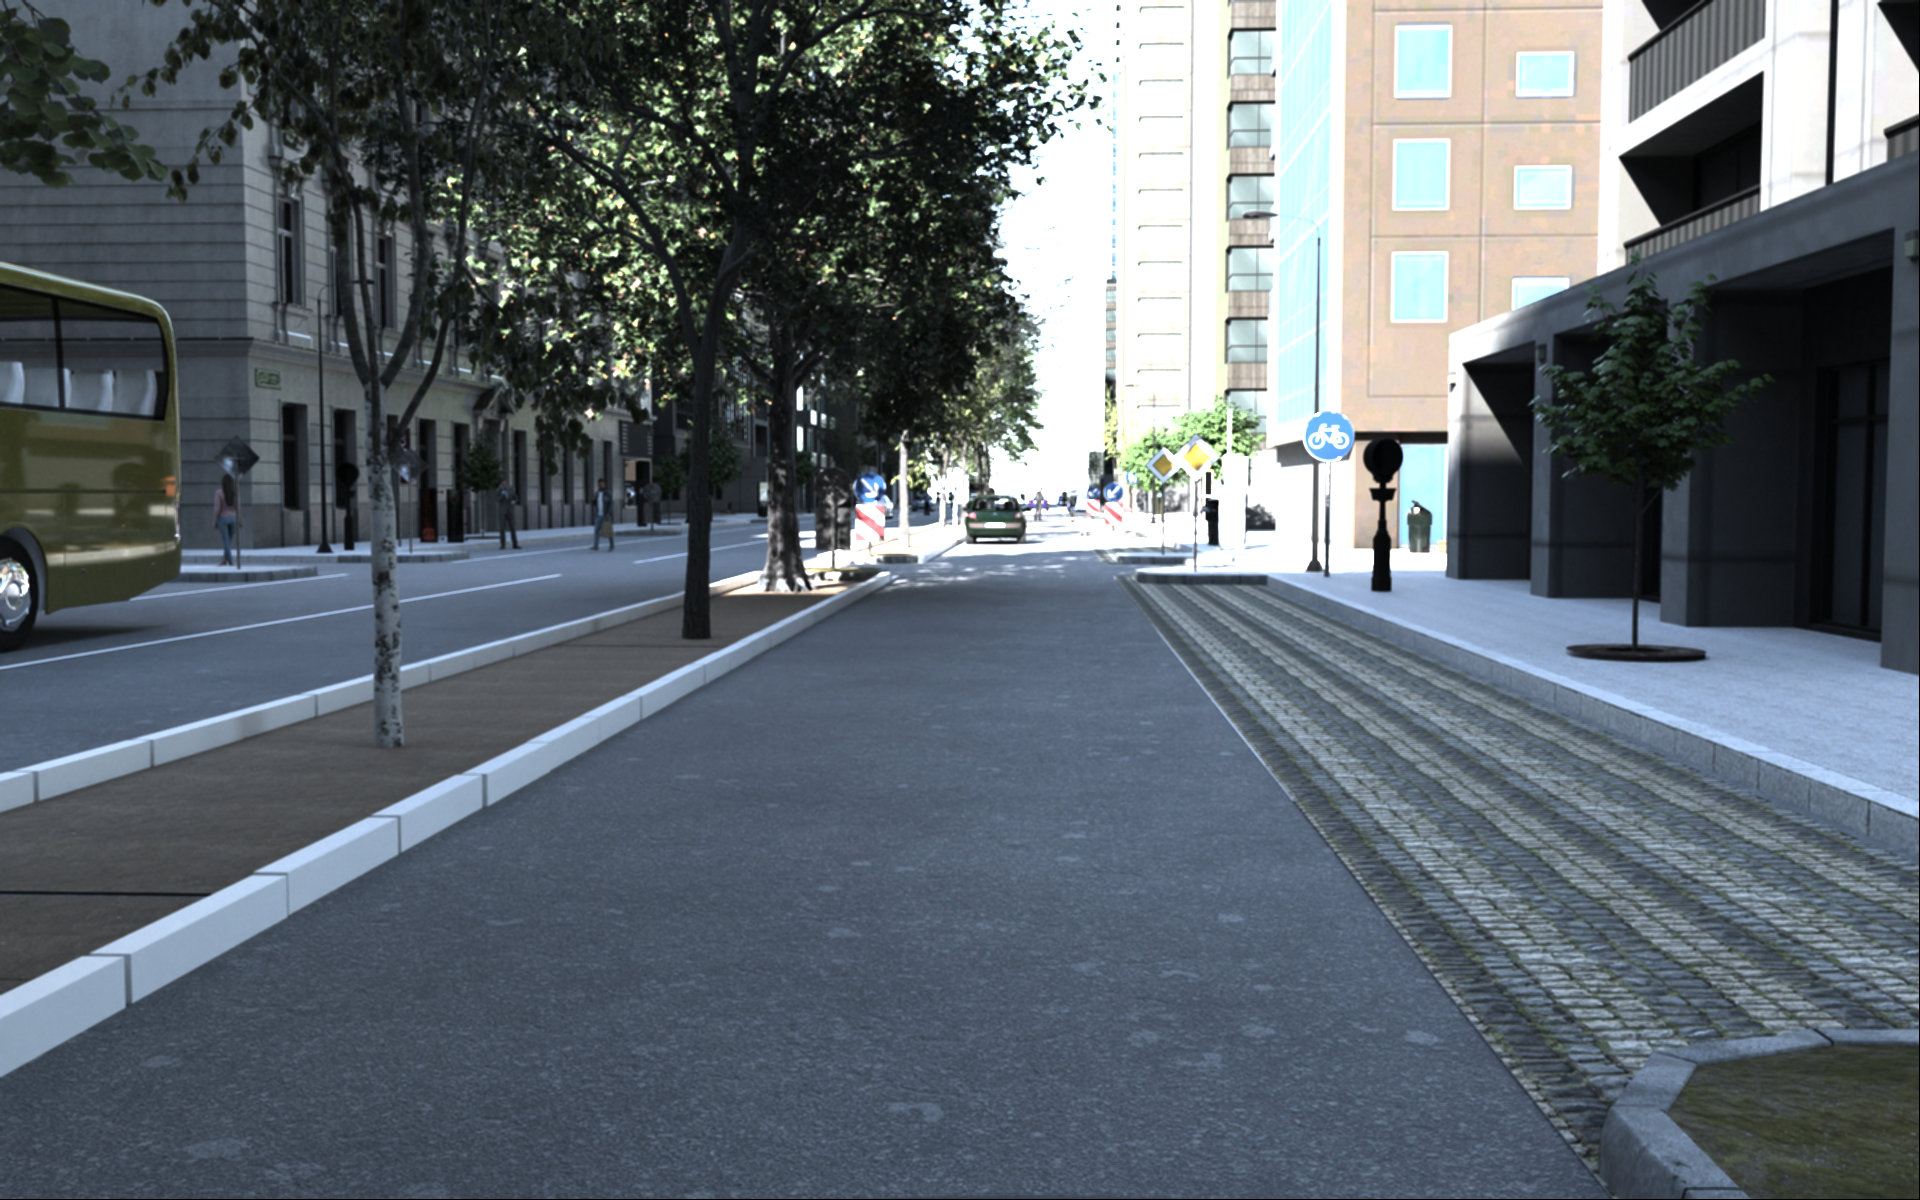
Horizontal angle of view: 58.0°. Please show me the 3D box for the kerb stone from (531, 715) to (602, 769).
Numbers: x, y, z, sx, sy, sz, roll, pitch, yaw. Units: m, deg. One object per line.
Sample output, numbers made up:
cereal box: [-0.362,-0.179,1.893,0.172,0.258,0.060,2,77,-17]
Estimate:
kerb stone: [-2.158,0.779,9.461,0.120,0.150,1.000,0,4,3]

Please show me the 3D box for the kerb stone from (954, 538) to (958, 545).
kerb stone: [-0.207,-1.570,47.879,0.120,0.150,1.000,0,4,3]

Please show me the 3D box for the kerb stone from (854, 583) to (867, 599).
kerb stone: [-1.429,-0.094,23.808,0.120,0.150,1.000,0,4,3]

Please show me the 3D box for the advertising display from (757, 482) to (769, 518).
advertising display: [-10.691,-5.441,94.180,0.123,1.923,0.974,2,4,26]

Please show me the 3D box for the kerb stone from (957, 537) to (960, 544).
kerb stone: [-0.164,-1.633,48.900,0.120,0.150,1.000,0,4,3]

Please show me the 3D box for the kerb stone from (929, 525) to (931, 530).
kerb stone: [-1.321,-2.767,67.434,0.120,0.150,1.000,0,4,3]

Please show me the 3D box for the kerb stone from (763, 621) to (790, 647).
kerb stone: [-1.794,0.341,16.640,0.120,0.150,1.000,0,4,3]

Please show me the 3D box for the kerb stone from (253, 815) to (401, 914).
kerb stone: [-2.318,0.970,6.388,0.120,0.150,1.000,0,4,3]

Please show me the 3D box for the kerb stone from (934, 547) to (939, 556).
kerb stone: [-0.634,-1.070,39.687,0.120,0.150,1.000,0,4,3]

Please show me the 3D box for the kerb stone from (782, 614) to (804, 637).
kerb stone: [-1.743,0.277,17.661,0.120,0.150,1.000,0,4,3]

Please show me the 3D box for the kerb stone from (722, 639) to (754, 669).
kerb stone: [-1.899,0.471,14.581,0.120,0.150,1.000,0,4,3]

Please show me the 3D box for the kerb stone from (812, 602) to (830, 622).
kerb stone: [-1.635,0.153,19.713,0.120,0.150,1.000,0,4,3]

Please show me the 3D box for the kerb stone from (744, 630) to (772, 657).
kerb stone: [-1.855,0.406,15.612,0.120,0.150,1.000,0,4,3]

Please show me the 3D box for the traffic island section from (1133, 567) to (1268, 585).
traffic island section: [3.915,-0.392,28.684,2.009,0.180,2.903,0,4,3]

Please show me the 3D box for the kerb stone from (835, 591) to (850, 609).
kerb stone: [-1.533,0.027,21.761,0.120,0.150,1.000,0,4,3]

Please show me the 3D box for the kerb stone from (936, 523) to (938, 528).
kerb stone: [-1.121,-3.015,71.518,0.120,0.150,1.000,0,4,3]

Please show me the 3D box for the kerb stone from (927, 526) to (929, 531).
kerb stone: [-1.378,-2.705,66.414,0.120,0.150,1.000,0,4,3]

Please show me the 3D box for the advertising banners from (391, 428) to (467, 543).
advertising banners: [-14.044,-3.035,45.808,2.074,3.025,0.090,1,4,10]

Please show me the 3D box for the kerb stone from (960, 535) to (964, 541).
kerb stone: [-0.054,-1.752,50.957,0.120,0.150,1.000,0,4,3]

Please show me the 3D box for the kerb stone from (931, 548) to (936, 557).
kerb stone: [-0.686,-1.003,38.667,0.120,0.150,1.000,0,4,3]

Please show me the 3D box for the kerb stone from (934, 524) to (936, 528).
kerb stone: [-1.177,-2.954,70.498,0.120,0.150,1.000,0,4,3]

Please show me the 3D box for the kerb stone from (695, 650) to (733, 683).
kerb stone: [-1.952,0.528,13.555,0.120,0.150,1.000,0,4,3]

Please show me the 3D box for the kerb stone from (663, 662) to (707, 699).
kerb stone: [-2.010,0.591,12.526,0.120,0.150,1.000,0,4,3]

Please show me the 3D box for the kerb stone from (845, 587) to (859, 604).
kerb stone: [-1.482,-0.036,22.787,0.120,0.150,1.000,0,4,3]

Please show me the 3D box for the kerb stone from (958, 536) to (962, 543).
kerb stone: [-0.109,-1.695,49.929,0.120,0.150,1.000,0,4,3]

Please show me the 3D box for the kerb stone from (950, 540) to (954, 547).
kerb stone: [-0.317,-1.444,45.835,0.120,0.150,1.000,0,4,3]

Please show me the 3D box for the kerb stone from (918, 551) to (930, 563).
kerb stone: [-0.783,-0.882,36.609,0.120,0.150,1.000,0,4,3]

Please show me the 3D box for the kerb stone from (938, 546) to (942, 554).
kerb stone: [-0.581,-1.132,40.708,0.120,0.150,1.000,0,4,3]

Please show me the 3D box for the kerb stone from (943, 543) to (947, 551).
kerb stone: [-0.468,-1.258,42.768,0.120,0.150,1.000,0,4,3]

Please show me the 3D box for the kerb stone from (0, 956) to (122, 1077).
kerb stone: [-2.412,1.098,4.332,0.120,0.150,1.000,0,4,3]

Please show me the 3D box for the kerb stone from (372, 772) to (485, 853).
kerb stone: [-2.267,0.904,7.416,0.120,0.150,1.000,0,4,3]

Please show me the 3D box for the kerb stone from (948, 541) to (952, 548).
kerb stone: [-0.367,-1.383,44.814,0.120,0.150,1.000,0,4,3]

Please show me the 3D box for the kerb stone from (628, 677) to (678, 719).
kerb stone: [-2.054,0.654,11.503,0.120,0.150,1.000,0,4,3]

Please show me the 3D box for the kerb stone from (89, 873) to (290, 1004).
kerb stone: [-2.362,1.038,5.367,0.120,0.150,1.000,0,4,3]

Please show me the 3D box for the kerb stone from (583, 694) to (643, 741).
kerb stone: [-2.111,0.716,10.482,0.120,0.150,1.000,0,4,3]

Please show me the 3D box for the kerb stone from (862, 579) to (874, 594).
kerb stone: [-1.380,-0.158,24.829,0.120,0.150,1.000,0,4,3]

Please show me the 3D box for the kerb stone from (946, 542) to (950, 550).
kerb stone: [-0.417,-1.319,43.788,0.120,0.150,1.000,0,4,3]

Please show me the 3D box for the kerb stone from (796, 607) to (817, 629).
kerb stone: [-1.693,0.215,18.692,0.120,0.150,1.000,0,4,3]

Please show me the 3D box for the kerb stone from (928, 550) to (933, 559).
kerb stone: [-0.730,-0.945,37.643,0.120,0.150,1.000,0,4,3]

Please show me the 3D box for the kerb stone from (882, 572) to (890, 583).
kerb stone: [-1.234,-0.347,27.902,0.120,0.150,1.000,0,4,3]

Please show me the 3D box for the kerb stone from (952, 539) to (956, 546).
kerb stone: [-0.270,-1.508,46.859,0.120,0.150,1.000,0,4,3]

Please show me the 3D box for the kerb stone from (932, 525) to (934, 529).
kerb stone: [-1.222,-2.884,69.476,0.120,0.150,1.000,0,4,3]

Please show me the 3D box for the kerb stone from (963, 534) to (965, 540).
kerb stone: [-0.011,-1.821,51.983,0.120,0.150,1.000,0,4,3]

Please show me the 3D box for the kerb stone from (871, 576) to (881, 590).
kerb stone: [-1.327,-0.217,25.850,0.120,0.150,1.000,0,4,3]

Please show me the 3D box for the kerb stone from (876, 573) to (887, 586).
kerb stone: [-1.276,-0.287,26.881,0.120,0.150,1.000,0,4,3]

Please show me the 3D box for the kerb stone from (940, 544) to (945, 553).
kerb stone: [-0.520,-1.195,41.737,0.120,0.150,1.000,0,4,3]

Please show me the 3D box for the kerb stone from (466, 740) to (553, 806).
kerb stone: [-2.201,0.841,8.440,0.120,0.150,1.000,0,4,3]

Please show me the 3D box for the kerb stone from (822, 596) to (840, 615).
kerb stone: [-1.588,0.090,20.734,0.120,0.150,1.000,0,4,3]

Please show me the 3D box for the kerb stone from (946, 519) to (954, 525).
kerb stone: [-0.504,-3.764,83.786,0.120,0.150,1.000,0,4,3]
